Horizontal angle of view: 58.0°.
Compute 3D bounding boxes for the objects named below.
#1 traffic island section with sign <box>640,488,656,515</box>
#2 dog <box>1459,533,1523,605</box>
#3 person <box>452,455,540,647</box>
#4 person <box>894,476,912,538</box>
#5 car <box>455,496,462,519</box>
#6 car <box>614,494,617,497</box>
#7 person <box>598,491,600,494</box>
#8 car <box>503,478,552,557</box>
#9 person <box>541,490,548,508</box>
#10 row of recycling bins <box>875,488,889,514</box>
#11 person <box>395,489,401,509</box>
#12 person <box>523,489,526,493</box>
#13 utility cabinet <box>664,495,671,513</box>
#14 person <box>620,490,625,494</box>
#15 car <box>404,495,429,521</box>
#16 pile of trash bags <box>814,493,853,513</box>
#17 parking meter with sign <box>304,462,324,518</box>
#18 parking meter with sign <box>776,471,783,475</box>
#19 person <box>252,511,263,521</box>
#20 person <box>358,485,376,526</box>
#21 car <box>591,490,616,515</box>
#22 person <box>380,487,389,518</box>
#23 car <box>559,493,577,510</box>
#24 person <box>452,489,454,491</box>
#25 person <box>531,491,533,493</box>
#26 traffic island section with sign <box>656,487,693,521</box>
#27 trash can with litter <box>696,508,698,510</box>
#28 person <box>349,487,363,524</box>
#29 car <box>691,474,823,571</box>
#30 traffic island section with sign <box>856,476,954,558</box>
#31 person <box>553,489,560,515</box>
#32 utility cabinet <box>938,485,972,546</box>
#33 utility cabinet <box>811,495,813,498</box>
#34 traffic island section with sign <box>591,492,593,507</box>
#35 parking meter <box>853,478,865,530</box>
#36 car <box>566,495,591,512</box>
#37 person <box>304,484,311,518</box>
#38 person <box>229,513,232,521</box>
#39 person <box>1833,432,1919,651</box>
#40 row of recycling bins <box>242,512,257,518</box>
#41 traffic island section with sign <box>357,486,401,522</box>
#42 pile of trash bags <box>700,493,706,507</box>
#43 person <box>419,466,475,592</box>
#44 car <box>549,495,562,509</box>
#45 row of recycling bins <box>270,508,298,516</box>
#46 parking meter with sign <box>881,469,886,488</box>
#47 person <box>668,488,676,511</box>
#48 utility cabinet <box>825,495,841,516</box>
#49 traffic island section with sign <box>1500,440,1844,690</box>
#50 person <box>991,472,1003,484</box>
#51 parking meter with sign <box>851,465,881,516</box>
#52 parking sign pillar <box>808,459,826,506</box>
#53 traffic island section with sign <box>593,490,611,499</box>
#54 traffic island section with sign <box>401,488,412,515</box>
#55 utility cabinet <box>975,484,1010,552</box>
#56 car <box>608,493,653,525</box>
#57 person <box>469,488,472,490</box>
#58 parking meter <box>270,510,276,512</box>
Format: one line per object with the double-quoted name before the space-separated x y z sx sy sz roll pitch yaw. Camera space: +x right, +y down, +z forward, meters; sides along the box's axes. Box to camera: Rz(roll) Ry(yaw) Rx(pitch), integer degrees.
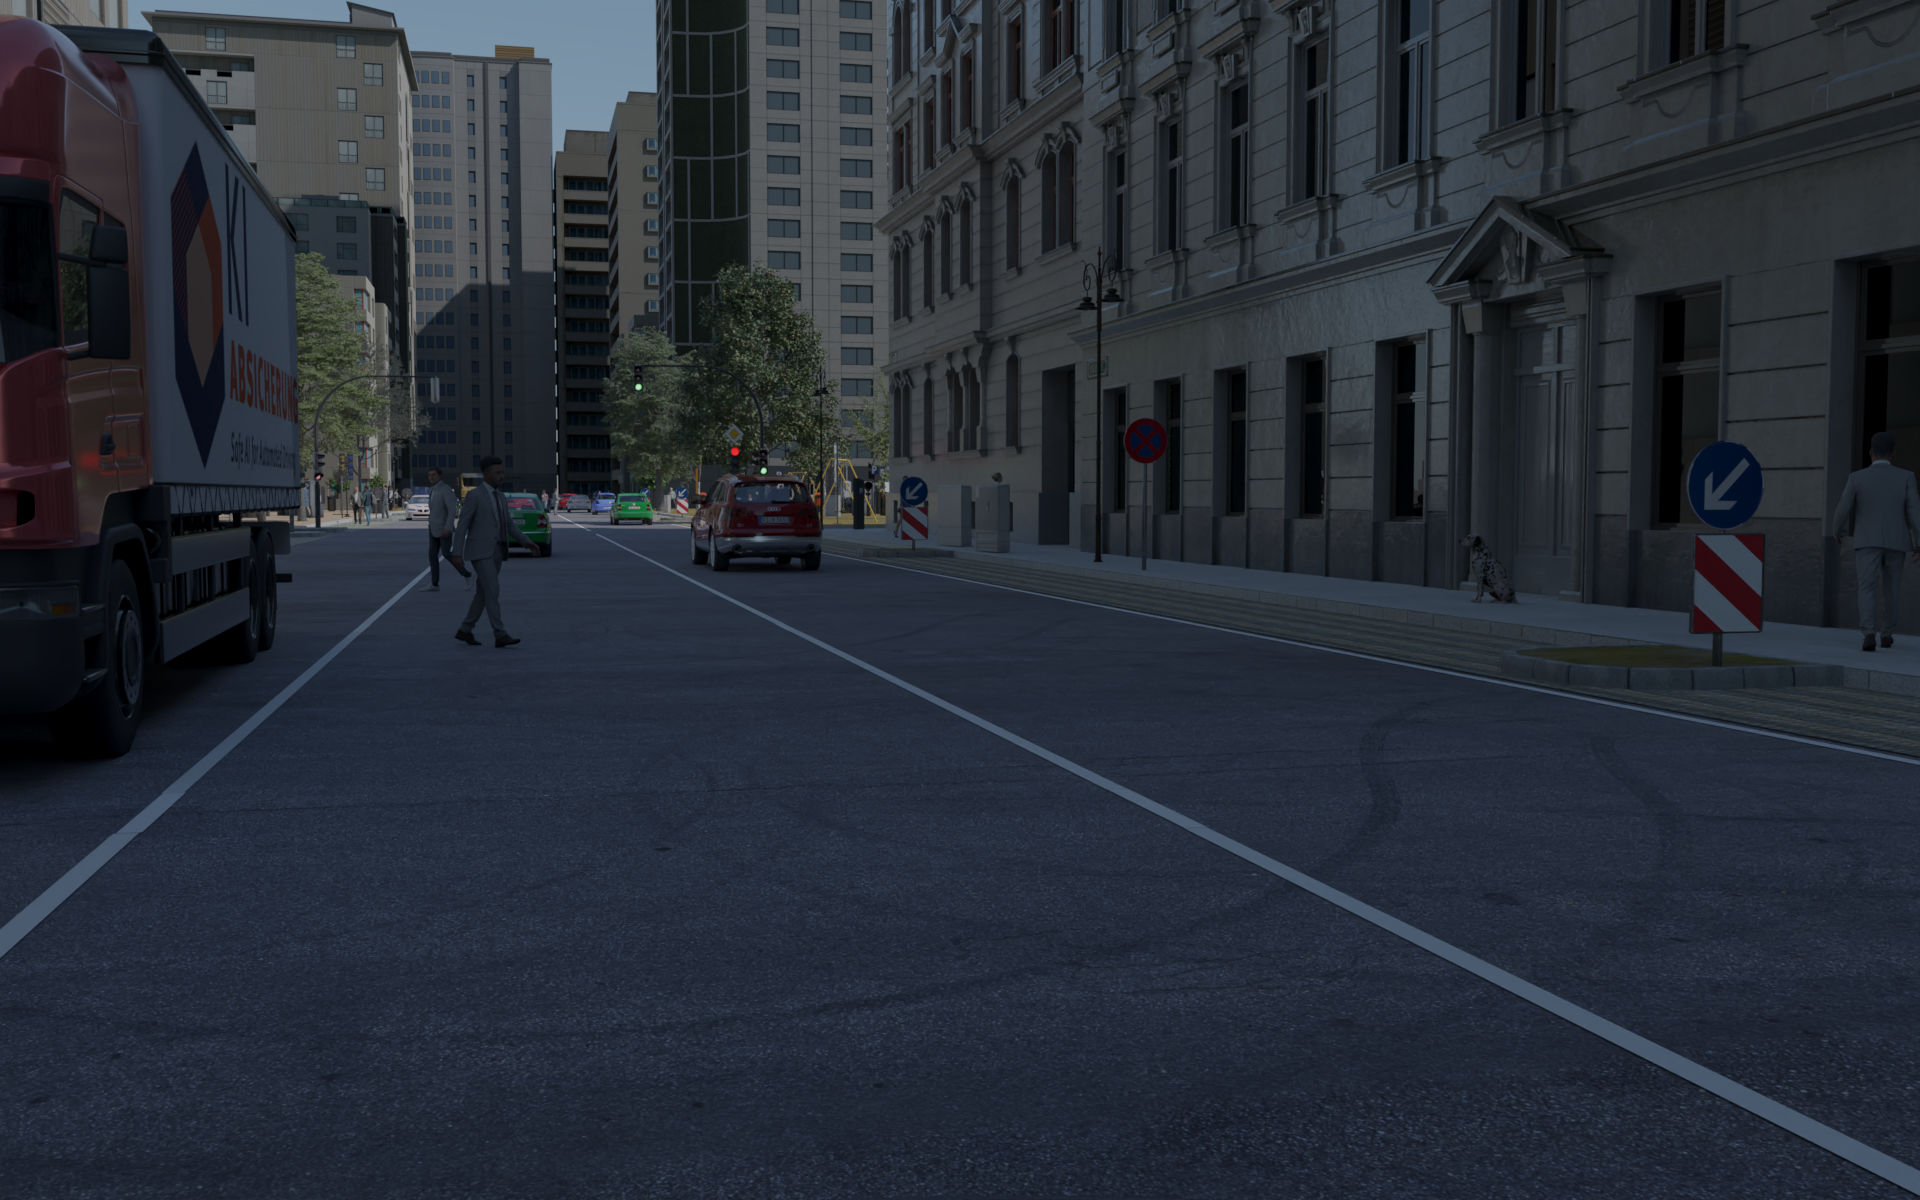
"traffic island section with sign" -21.936 -6.802 119.844 1.989 1.847 2.006 -1 4 -14
"dog" 6.317 -0.362 20.304 0.513 0.831 0.800 -2 4 -33
"person" -4.430 -0.458 16.259 0.850 1.792 0.678 1 4 22
"person" -1.643 -2.742 50.905 0.654 1.822 0.581 3 5 43
"car" -30.085 -5.582 101.047 2.009 1.686 4.222 -1 4 -14
"car" -31.691 -9.005 157.021 2.009 1.686 4.222 -1 4 -14
"person" -30.579 -8.401 146.779 0.541 1.710 0.530 0 4 -4
"car" -10.560 -1.945 40.591 1.959 1.807 4.718 -1 4 -16
"person" -29.860 -7.047 124.548 0.563 1.720 0.643 2 4 23
"row of recycling bins" -3.829 -6.395 111.675 3.534 1.692 1.069 0 4 3
"person" -47.924 -8.603 147.486 0.721 1.735 1.217 0 4 7
"person" -33.260 -7.600 132.543 0.659 1.850 0.755 -3 4 -38
"utility cabinet" -20.351 -6.679 120.359 0.306 1.237 1.020 0 4 2
"person" -34.183 -10.327 175.699 0.445 1.727 0.742 1 4 22
"car" -29.354 -5.044 94.837 2.083 1.381 4.827 -1 4 -16
"pile of trash bags" -8.006 -6.407 114.510 3.447 1.369 1.912 -1 4 -17
"parking meter with sign" -35.007 -5.942 93.419 0.543 3.016 1.738 1 4 12
"parking meter with sign" -14.005 -8.307 132.084 0.543 3.016 1.738 1 4 9
"person" -26.228 -3.584 64.613 0.580 1.828 0.573 0 4 4
"person" -26.614 -4.232 77.670 0.794 1.824 0.713 -3 5 -41
"car" -24.577 -6.752 119.989 1.945 1.707 3.694 -1 4 -16
"person" -32.276 -5.397 96.920 0.590 1.801 0.661 0 4 -6
"car" -34.656 -8.845 153.651 2.155 1.783 4.494 -1 4 -13
"person" -37.580 -7.314 128.261 0.537 1.800 0.526 3 5 41
"person" -51.758 -12.291 209.461 1.348 1.824 0.705 0 4 1
"traffic island section with sign" -15.173 -5.191 93.505 1.989 1.847 2.006 -1 4 -14
"trash can with litter" -19.062 -7.267 129.875 2.233 1.210 1.678 3 5 44
"person" -28.778 -4.510 82.639 0.661 1.777 0.834 -2 4 -28
"car" -4.041 -1.541 33.867 2.281 1.827 5.304 -1 4 -15
"traffic island section with sign" -1.323 -1.898 39.660 1.989 1.847 2.006 -1 4 -14
"person" -27.328 -6.651 117.442 0.583 1.804 0.606 -3 5 -42
"utility cabinet" -0.123 -2.068 42.498 0.318 1.500 1.173 -2 4 -30
"utility cabinet" -9.161 -5.568 102.202 1.020 1.237 0.306 -2 4 -32
"traffic island section with sign" -41.136 -11.372 194.553 1.989 1.847 2.006 -1 4 -14
"parking meter" -3.662 -3.491 62.792 0.255 1.863 0.399 3 5 41
"car" -30.102 -7.616 136.879 2.083 1.381 4.827 -1 4 -13
"person" -34.551 -5.221 91.429 0.654 1.822 0.581 3 4 38
"person" -32.413 -4.352 77.395 0.583 1.804 0.606 -1 4 -21
"person" 7.583 -0.488 14.295 0.678 1.792 0.850 2 4 26
"row of recycling bins" -38.590 -5.329 94.236 1.069 1.692 3.534 -1 4 -22
"traffic island section with sign" -30.289 -4.975 89.976 1.989 1.847 2.006 -1 4 -14
"pile of trash bags" -14.648 -5.998 107.817 3.447 1.369 1.912 -1 4 -22
"person" -7.603 -1.055 25.598 0.795 1.843 0.661 -3 5 -43
"car" -37.781 -9.270 163.930 2.083 1.381 4.827 -1 4 -16
"row of recycling bins" -38.987 -5.803 101.990 3.534 1.692 1.069 2 4 34
"parking meter with sign" -5.861 -7.458 118.206 0.543 3.016 1.738 3 5 44
"person" -22.477 -7.835 134.634 0.782 1.767 0.515 0 4 3
"utility cabinet" -7.305 -5.405 99.541 1.020 1.237 0.306 3 5 42
"traffic island section with sign" 5.374 -0.301 13.547 1.989 1.847 2.006 -1 4 -14
"person" 0.867 -2.151 41.443 0.641 1.798 0.478 -2 4 -25
"parking meter with sign" -5.706 -6.565 103.602 1.738 3.016 0.543 -3 5 -44
"parking sign pillar" -10.603 -8.547 128.219 1.447 3.967 1.447 1 4 23
"traffic island section with sign" -34.424 -9.775 168.443 1.989 1.847 2.006 -1 4 -14
"traffic island section with sign" -36.998 -6.572 116.087 1.989 1.847 2.006 -1 4 -14
"utility cabinet" 0.702 -1.797 38.054 0.318 1.500 1.173 -2 4 -24
"car" -15.321 -4.390 80.573 1.959 1.807 4.718 -1 4 -15
"person" -26.829 -5.278 95.215 0.534 1.772 0.576 -2 4 -35
"parking meter" -50.115 -7.377 126.321 0.399 1.863 0.255 0 3 0
